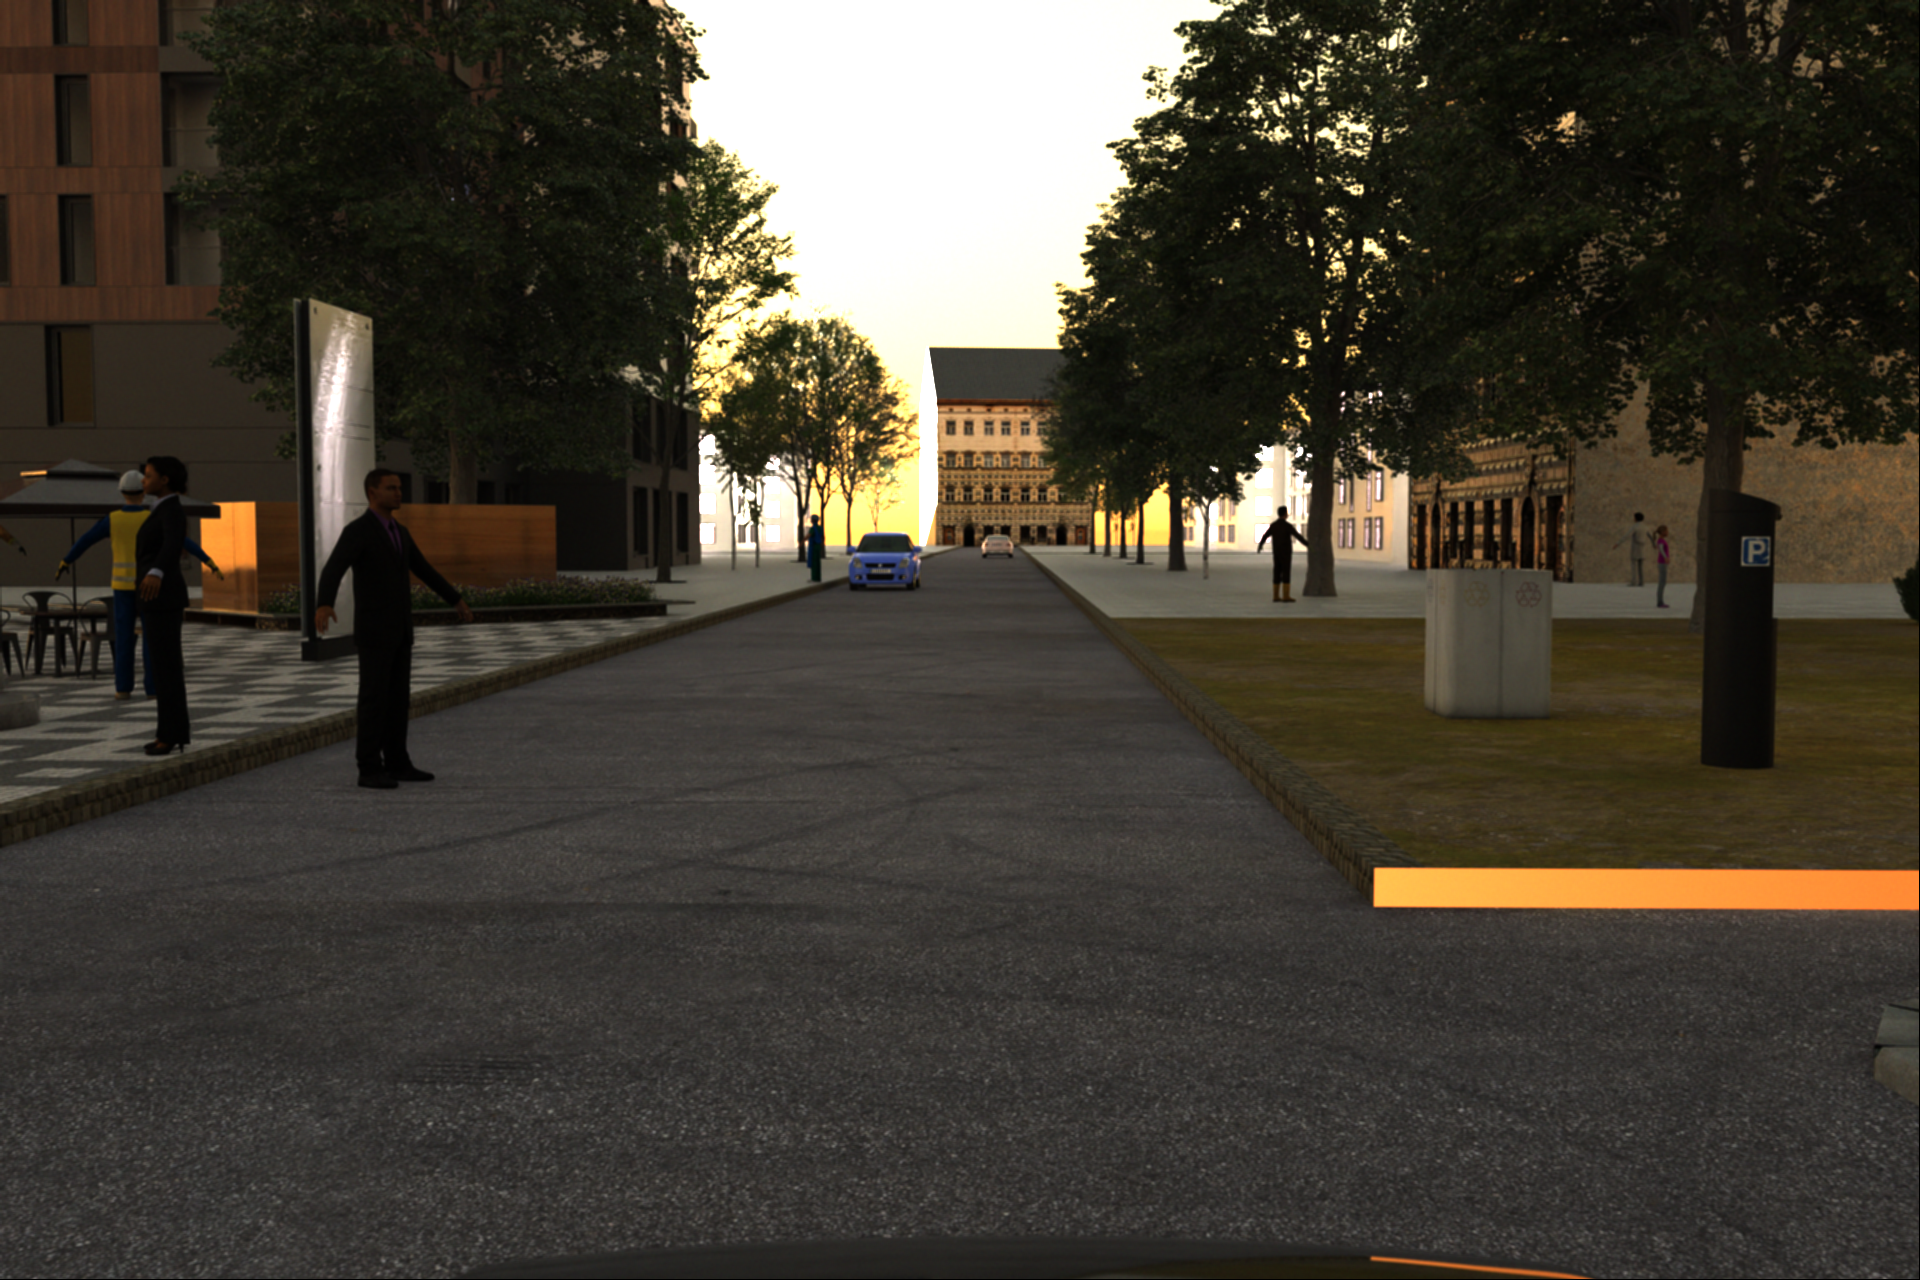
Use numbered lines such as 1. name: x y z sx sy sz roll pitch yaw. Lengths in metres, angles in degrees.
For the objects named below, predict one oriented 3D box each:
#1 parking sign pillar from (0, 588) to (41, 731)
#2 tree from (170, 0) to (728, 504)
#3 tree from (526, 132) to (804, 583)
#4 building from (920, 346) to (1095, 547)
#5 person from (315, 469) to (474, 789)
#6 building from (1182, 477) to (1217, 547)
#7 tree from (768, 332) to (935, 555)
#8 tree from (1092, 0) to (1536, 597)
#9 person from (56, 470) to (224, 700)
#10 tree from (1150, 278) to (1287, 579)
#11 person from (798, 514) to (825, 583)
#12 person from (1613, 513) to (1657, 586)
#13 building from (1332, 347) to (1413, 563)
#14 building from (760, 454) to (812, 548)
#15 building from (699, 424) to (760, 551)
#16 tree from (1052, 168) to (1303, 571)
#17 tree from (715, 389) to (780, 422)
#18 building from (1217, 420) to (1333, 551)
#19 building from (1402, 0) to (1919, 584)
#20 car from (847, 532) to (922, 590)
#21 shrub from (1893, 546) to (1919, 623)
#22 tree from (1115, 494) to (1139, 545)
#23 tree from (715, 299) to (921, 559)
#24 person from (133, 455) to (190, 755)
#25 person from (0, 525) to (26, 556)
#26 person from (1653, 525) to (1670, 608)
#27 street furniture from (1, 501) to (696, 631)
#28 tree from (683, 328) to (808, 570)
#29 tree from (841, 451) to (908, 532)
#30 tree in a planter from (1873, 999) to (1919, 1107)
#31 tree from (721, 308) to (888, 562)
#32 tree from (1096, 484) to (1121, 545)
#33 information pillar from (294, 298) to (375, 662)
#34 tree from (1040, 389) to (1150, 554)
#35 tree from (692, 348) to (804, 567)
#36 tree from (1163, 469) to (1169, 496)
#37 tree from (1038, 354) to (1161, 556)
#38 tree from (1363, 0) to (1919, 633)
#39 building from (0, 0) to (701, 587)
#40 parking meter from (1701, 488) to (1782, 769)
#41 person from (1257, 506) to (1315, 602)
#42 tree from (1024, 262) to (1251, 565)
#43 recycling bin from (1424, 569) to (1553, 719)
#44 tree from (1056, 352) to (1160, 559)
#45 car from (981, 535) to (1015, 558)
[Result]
1. parking sign pillar: -6.920 -1.401 11.383 1.447 3.967 1.447 0 4 2
2. tree: -8.783 -7.572 30.451 9.857 13.997 8.962 0 3 0
3. tree: -7.644 -7.304 45.170 9.928 11.665 9.643 0 3 0
4. building: 5.198 -22.598 202.855 18.063 23.208 19.493 0 4 -6
5. person: -3.267 -0.075 9.903 0.704 1.802 1.346 1 4 19
6. building: 27.920 -14.120 173.005 9.099 9.664 28.070 0 4 2
7. tree: -6.708 -11.846 104.058 12.009 13.543 11.850 0 3 0
8. tree: 7.530 -7.876 35.422 9.857 13.997 8.962 0 3 0
9. person: -6.405 -0.432 13.522 1.216 1.772 0.721 -1 4 -12
10. tree: 6.769 -6.014 48.698 4.360 8.622 3.978 0 3 0
11. person: -3.869 -2.433 45.902 0.704 1.817 1.347 2 4 25
12. person: 16.642 -2.225 42.573 1.347 1.806 0.705 -1 4 -23
13. building: 23.720 -8.251 77.048 9.099 9.664 28.070 0 4 1
14. building: -19.256 -14.153 173.541 9.099 9.664 28.070 0 4 2
15. building: -21.004 -12.339 143.887 9.099 9.664 28.070 0 4 1
16. tree: 7.617 -9.393 60.238 9.857 13.997 8.962 0 3 0
17. tree: -22.134 -21.131 201.378 12.611 20.169 13.585 0 3 0
18. building: 26.889 -12.099 139.962 9.099 9.664 28.070 0 4 1
19. building: 25.366 -13.595 53.212 19.493 23.208 18.063 0 4 2
20. car: -1.942 -2.179 45.225 1.945 1.707 3.694 0 4 2
21. shrub: 13.838 -0.826 24.616 1.383 1.207 1.383 0 3 0
22. tree: 19.586 -15.104 197.311 4.737 8.622 4.395 0 3 0
23. tree: -7.146 -10.992 90.096 12.009 13.543 11.850 0 3 0
24. person: -4.737 -0.209 10.132 0.721 1.740 1.216 -2 4 -27
25. person: -17.197 -1.513 30.500 1.354 1.858 0.705 -1 4 -22
26. person: 12.331 -1.282 30.235 0.599 1.433 0.991 1 4 23
27. street furniture: -7.945 -1.218 26.762 9.812 1.723 11.010 3 5 45
28. tree: -8.276 -6.801 61.554 4.360 8.622 3.978 0 3 0
29. tree: -10.068 -17.013 203.913 9.928 11.665 9.643 0 3 0
30. tree in a planter: 3.388 -0.418 4.054 1.991 3.239 1.994 0 4 1
31. tree: -7.115 -9.356 78.722 9.928 11.665 9.643 0 3 0
32. tree: 18.053 -15.394 202.059 4.737 8.622 4.395 0 3 0
33. information pillar: -6.506 -1.640 18.129 0.184 3.620 1.656 0 4 2
34. tree: 8.683 -11.338 111.139 9.928 11.665 9.643 0 3 0
35. tree: -8.077 -7.128 66.902 4.737 8.622 4.395 0 3 0
36. tree: 28.379 -17.963 200.353 9.857 13.997 8.962 0 3 0
37. tree: 8.385 -11.089 99.426 7.486 12.596 7.792 0 3 0
38. tree: 9.946 -7.067 22.198 9.857 13.997 8.962 0 3 0
39. building: -25.526 -13.078 57.795 27.936 21.610 32.646 0 4 2
40. parking meter: 4.322 -0.072 9.589 0.372 1.533 0.369 0 3 0
41. person: 6.109 -1.626 32.722 0.704 1.812 1.346 -3 5 -41
42. tree: 7.788 -9.963 73.265 12.009 13.543 11.850 0 3 0
43. recycling bin: 3.752 0.014 12.332 0.722 1.027 0.722 0 4 2
44. tree: 8.707 -10.087 90.680 9.928 11.665 9.643 0 3 0
45. car: 2.279 -5.662 104.942 2.083 1.381 4.827 0 4 1
